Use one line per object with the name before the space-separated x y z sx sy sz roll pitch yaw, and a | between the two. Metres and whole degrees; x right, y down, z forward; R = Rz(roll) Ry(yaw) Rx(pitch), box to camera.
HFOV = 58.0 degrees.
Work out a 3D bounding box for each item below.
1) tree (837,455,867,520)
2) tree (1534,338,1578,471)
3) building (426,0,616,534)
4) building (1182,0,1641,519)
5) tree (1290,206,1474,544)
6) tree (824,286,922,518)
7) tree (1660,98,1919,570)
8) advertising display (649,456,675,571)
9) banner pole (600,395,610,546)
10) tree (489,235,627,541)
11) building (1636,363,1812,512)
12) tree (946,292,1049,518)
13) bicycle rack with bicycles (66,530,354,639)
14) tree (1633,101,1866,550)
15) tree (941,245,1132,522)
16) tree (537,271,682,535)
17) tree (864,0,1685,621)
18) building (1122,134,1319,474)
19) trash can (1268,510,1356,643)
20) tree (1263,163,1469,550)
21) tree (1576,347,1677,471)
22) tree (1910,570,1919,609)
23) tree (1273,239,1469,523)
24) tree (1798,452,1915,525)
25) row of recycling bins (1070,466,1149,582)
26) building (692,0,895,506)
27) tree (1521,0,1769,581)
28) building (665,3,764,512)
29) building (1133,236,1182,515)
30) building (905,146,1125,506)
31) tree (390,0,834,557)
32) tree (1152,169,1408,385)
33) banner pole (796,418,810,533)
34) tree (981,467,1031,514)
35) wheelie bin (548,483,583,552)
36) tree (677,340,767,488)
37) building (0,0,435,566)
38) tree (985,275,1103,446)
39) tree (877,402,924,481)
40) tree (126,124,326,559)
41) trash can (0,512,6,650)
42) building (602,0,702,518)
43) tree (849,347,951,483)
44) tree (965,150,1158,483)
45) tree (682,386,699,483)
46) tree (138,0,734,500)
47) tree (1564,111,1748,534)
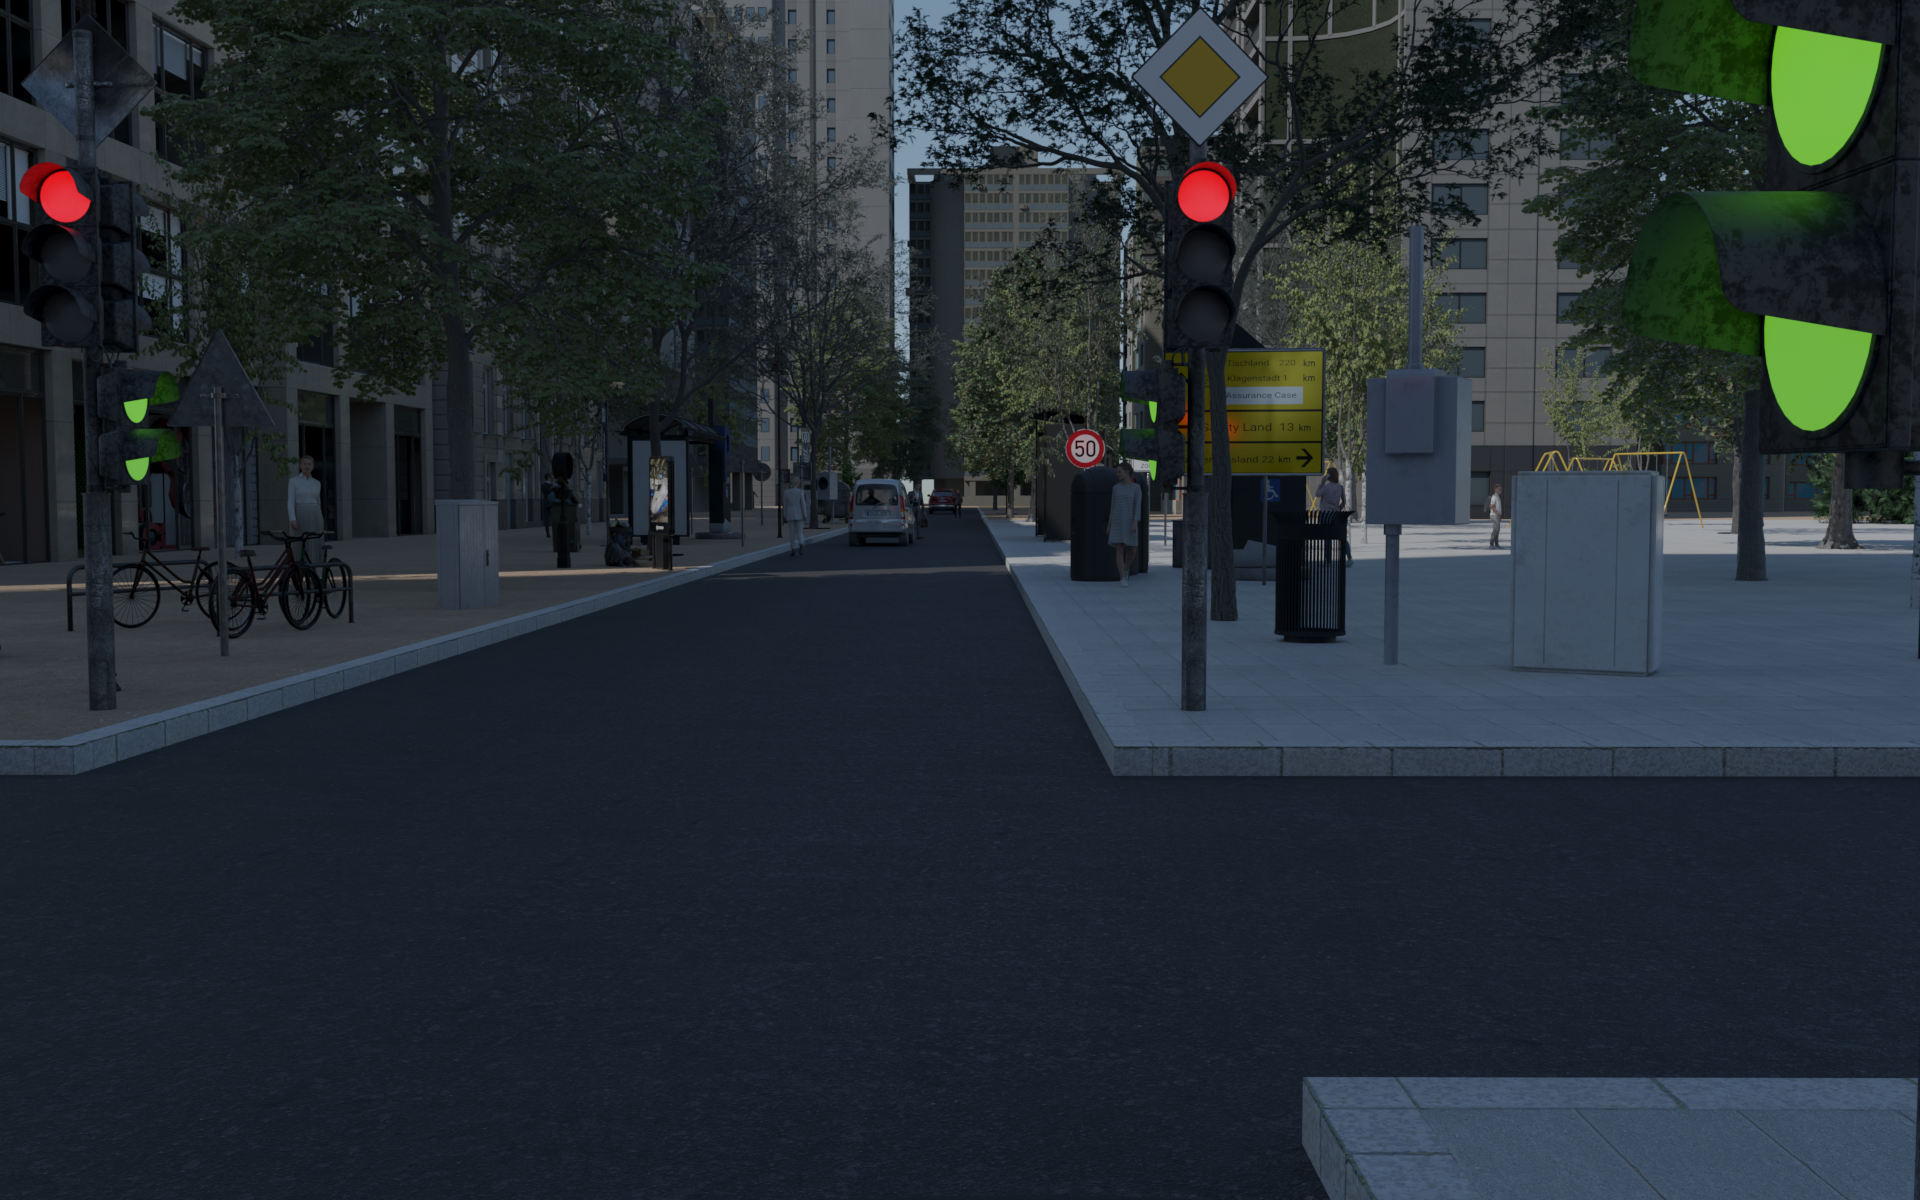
tree | -5.526 -5.509 84.679 1.663 3.219 1.824 0 3 0
tree | 28.873 -7.989 80.975 4.737 8.622 4.395 0 3 0
building | -21.886 -16.509 67.178 12.463 27.353 25.104 0 4 0
building | 23.997 -40.212 95.722 20.563 71.187 20.611 0 4 0
tree | 10.616 -5.740 44.217 4.360 8.622 3.978 0 3 0
tree | -5.857 -10.605 91.518 7.486 12.596 7.792 0 3 0
tree | 14.699 -4.986 31.890 4.360 8.622 3.978 0 3 0
advertising display | -5.053 -1.477 29.366 0.123 1.923 0.974 -2 4 -29
banner pole | -8.648 -3.195 42.261 0.401 3.779 0.863 0 4 -1
tree | -11.165 -5.950 47.639 4.737 8.622 4.395 0 3 0
building | 64.386 -17.820 136.401 28.899 21.520 27.650 0 4 0
tree | 2.680 -11.327 103.321 7.486 12.596 7.792 0 3 0
bicycle rack with bicycles | -7.006 -0.208 16.788 2.852 0.926 2.925 1 4 21
tree | 20.588 -7.542 40.313 9.611 12.733 9.660 0 3 0
tree | 3.562 -9.915 79.119 9.611 12.733 9.660 0 3 0
tree | -11.605 -6.360 54.356 4.360 8.622 3.978 0 3 0
tree | 2.813 -5.088 17.604 8.767 10.594 7.601 1 4 18
building | 21.324 -22.725 143.253 14.160 30.474 14.107 0 4 0
trash can | 3.052 -0.209 15.077 0.748 1.137 0.748 0 3 0
tree | 8.824 -5.367 38.107 4.737 8.622 4.395 0 3 0
tree | 27.693 -7.330 70.206 4.737 8.622 4.395 0 3 0
tree | 10.747 -4.194 18.930 4.360 8.622 3.978 0 3 0
tree | 17.287 -9.723 75.979 9.611 12.733 9.660 0 3 0
tree | 45.817 -10.698 76.728 18.604 14.587 13.155 0 4 -2
row of recycling bins | 2.317 -1.215 26.986 1.069 1.692 3.534 1 4 12
building | -21.304 -39.618 189.752 28.212 58.520 21.231 0 4 0
tree | 11.851 -6.532 24.925 7.486 12.596 7.792 0 3 0
building | -28.025 -27.015 133.571 23.993 40.220 32.217 0 4 0
building | 27.409 -16.941 122.030 27.650 21.520 28.899 0 4 0
building | 6.024 -30.832 195.982 23.993 40.220 32.217 0 4 0
tree | -6.181 -7.654 35.513 12.009 13.543 11.850 0 3 0
tree | 12.085 -9.385 63.822 12.009 13.543 11.850 0 3 0
banner pole | -5.213 -4.123 57.421 0.401 3.779 0.863 2 4 35
tree | 2.993 -7.877 112.509 4.285 4.588 4.351 0 3 0
wheelie bin | -8.720 -1.856 38.260 0.693 1.594 0.980 0 4 -4
tree | -11.364 -7.985 80.914 4.737 8.622 4.395 0 3 0
building | -26.491 -14.259 37.658 19.350 26.468 34.151 0 4 0
tree | 2.955 -6.515 56.886 4.737 8.622 4.395 0 3 0
tree | -4.898 -11.524 138.785 4.360 8.622 3.978 0 3 0
tree | -14.343 -5.114 33.969 4.737 8.622 4.395 0 3 0
trash can | -7.806 -0.109 13.436 0.748 1.137 0.748 0 3 0
building | -30.352 -31.161 98.717 28.713 52.752 27.495 0 4 0
tree | -5.319 -14.806 148.731 9.857 13.997 8.962 0 3 0
tree | 2.535 -5.287 36.810 4.360 8.622 3.978 0 3 0
tree | -12.714 -7.452 72.195 4.360 8.622 3.978 0 3 0
tree | -7.076 -6.409 22.914 7.486 12.596 7.792 0 3 0
tree | 24.875 -8.868 55.361 12.009 13.543 11.850 0 3 0
